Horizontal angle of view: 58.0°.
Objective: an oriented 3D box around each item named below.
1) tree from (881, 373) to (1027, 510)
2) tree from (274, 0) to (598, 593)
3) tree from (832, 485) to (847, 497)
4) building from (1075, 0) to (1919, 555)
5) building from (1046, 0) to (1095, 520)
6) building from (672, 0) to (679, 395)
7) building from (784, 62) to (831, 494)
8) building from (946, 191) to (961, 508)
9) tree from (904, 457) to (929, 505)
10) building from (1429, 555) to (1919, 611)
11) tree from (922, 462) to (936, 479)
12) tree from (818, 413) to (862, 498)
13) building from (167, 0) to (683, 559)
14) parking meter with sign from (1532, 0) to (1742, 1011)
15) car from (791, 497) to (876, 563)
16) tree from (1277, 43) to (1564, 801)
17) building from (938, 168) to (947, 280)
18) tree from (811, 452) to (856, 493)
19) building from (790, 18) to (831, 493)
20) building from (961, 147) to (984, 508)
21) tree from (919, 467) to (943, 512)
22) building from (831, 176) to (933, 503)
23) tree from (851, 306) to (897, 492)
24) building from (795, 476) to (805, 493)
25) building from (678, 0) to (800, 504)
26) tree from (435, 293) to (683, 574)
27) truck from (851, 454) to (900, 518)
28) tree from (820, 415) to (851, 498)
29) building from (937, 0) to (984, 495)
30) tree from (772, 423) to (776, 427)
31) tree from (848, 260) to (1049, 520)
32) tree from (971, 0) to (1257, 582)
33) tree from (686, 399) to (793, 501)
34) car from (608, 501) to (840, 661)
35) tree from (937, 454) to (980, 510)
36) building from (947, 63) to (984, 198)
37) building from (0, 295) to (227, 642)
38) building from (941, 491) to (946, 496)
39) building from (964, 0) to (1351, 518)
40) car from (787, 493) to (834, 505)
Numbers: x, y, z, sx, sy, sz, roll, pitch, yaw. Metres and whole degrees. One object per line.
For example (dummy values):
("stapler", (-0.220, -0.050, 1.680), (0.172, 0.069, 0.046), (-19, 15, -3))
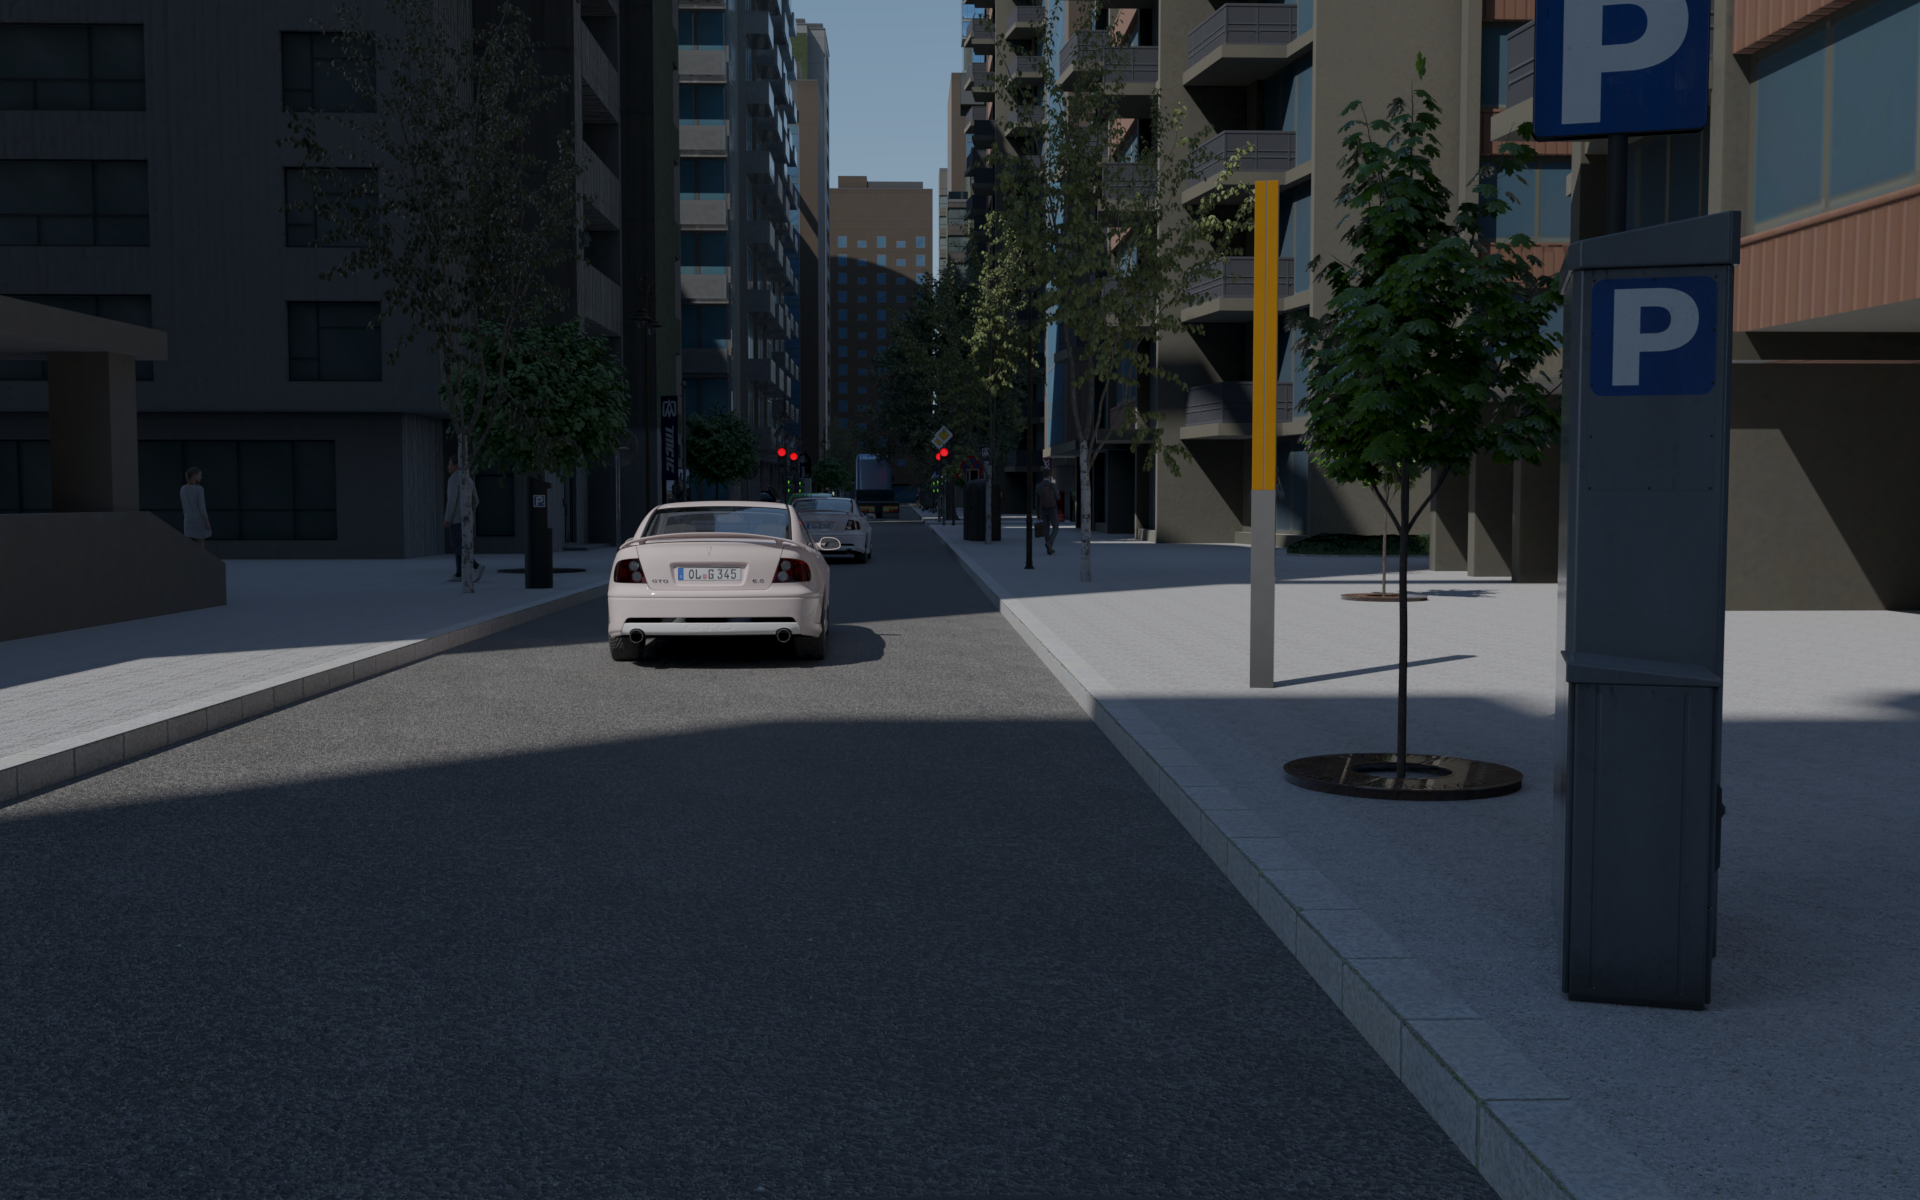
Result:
("tree", (-0.291, -9.942, 96.972), (8.767, 10.594, 7.601), (0, 4, 1))
("tree", (-6.376, -4.380, 21.979), (4.360, 8.622, 3.978), (0, 3, 0))
("tree", (-11.555, -10.485, 166.027), (1.663, 3.219, 1.824), (0, 3, 0))
("building", (14.429, -24.317, 52.208), (22.147, 44.769, 28.867), (0, 4, -2))
("building", (12.003, -26.866, 89.367), (14.200, 45.320, 14.600), (0, 4, -2))
("building", (-17.580, -24.983, 58.589), (14.200, 45.320, 14.600), (0, 4, -2))
("building", (-21.647, -32.657, 184.047), (14.600, 45.320, 14.200), (0, 4, -2))
("building", (5.643, -24.220, 167.696), (14.160, 30.474, 14.107), (0, 4, -2))
("tree", (-4.802, -15.421, 202.490), (4.360, 8.622, 3.978), (0, 3, 0))
("building", (17.923, -22.072, 15.508), (22.147, 44.769, 28.867), (0, 4, -2))
("tree", (-1.515, -9.650, 141.494), (4.285, 4.588, 4.351), (0, 3, 0))
("tree", (-10.601, -12.460, 154.083), (4.360, 8.622, 3.978), (0, 3, 0))
("building", (-14.306, -16.349, 39.001), (14.160, 30.474, 14.107), (0, 4, -2))
("parking meter with sign", (1.958, -0.537, 5.047), (0.543, 3.016, 1.738), (1, 4, 17))
("car", (-2.863, -1.514, 37.112), (2.083, 1.381, 4.827), (0, 4, -1))
("tree", (1.914, -0.790, 7.519), (1.663, 3.219, 1.824), (0, 3, 0))
("building", (4.256, -32.799, 219.855), (14.154, 41.232, 14.086), (0, 4, -2))
("tree", (-9.824, -9.091, 132.349), (4.285, 4.588, 4.351), (0, 3, 0))
("building", (-30.260, -41.086, 213.753), (28.212, 58.520, 21.231), (0, 4, -2))
("building", (7.614, -22.972, 147.288), (14.160, 30.474, 14.107), (0, 4, -2))
("tree", (-1.660, -7.810, 122.296), (1.663, 3.219, 1.824), (0, 3, 0))
("building", (-11.088, -36.481, 246.567), (14.200, 45.320, 14.600), (0, 4, -2))
("tree", (0.515, -5.735, 44.134), (4.737, 8.622, 4.395), (0, 3, 0))
("building", (-30.613, -28.918, 164.686), (32.217, 40.220, 23.993), (0, 4, -2))
("building", (-24.096, -31.404, 133.070), (23.786, 49.044, 30.456), (0, 4, -2))
("tree", (-6.943, -2.744, 28.579), (4.285, 4.588, 4.351), (0, 3, 0))
("truck", (-5.406, -7.401, 110.768), (2.967, 4.110, 18.799), (0, 4, -4))
("tree", (-10.962, -12.890, 161.119), (4.737, 8.622, 4.395), (0, 3, 0))
("building", (11.735, -57.352, 250.376), (31.000, 86.520, 22.319), (0, 4, -2))
("tree", (-14.100, -10.085, 115.257), (4.737, 8.622, 4.395), (0, 3, 0))
("tree", (-0.479, -10.284, 85.158), (9.611, 12.733, 9.660), (0, 3, 0))
("tree", (1.968, -4.565, 25.004), (4.737, 8.622, 4.395), (0, 3, 0))
("tree", (-8.456, -4.678, 60.206), (4.285, 4.588, 4.351), (0, 3, 0))
("car", (-2.171, -0.241, 16.301), (2.083, 1.381, 4.827), (0, 4, -4))
("tree", (0.769, -9.392, 137.267), (4.285, 4.588, 4.351), (0, 3, 0))
("building", (5.788, -32.499, 181.462), (14.600, 45.320, 14.200), (0, 4, -2))
("building", (-24.344, -19.539, 11.338), (32.217, 40.220, 23.993), (0, 4, -2))
("building", (13.880, -31.137, 200.972), (32.217, 40.220, 23.993), (0, 4, -2))
("building", (11.559, -28.313, 117.538), (22.147, 44.769, 28.867), (0, 4, -2))
("car", (-4.471, -2.695, 52.851), (1.959, 1.807, 4.718), (0, 4, -1))
